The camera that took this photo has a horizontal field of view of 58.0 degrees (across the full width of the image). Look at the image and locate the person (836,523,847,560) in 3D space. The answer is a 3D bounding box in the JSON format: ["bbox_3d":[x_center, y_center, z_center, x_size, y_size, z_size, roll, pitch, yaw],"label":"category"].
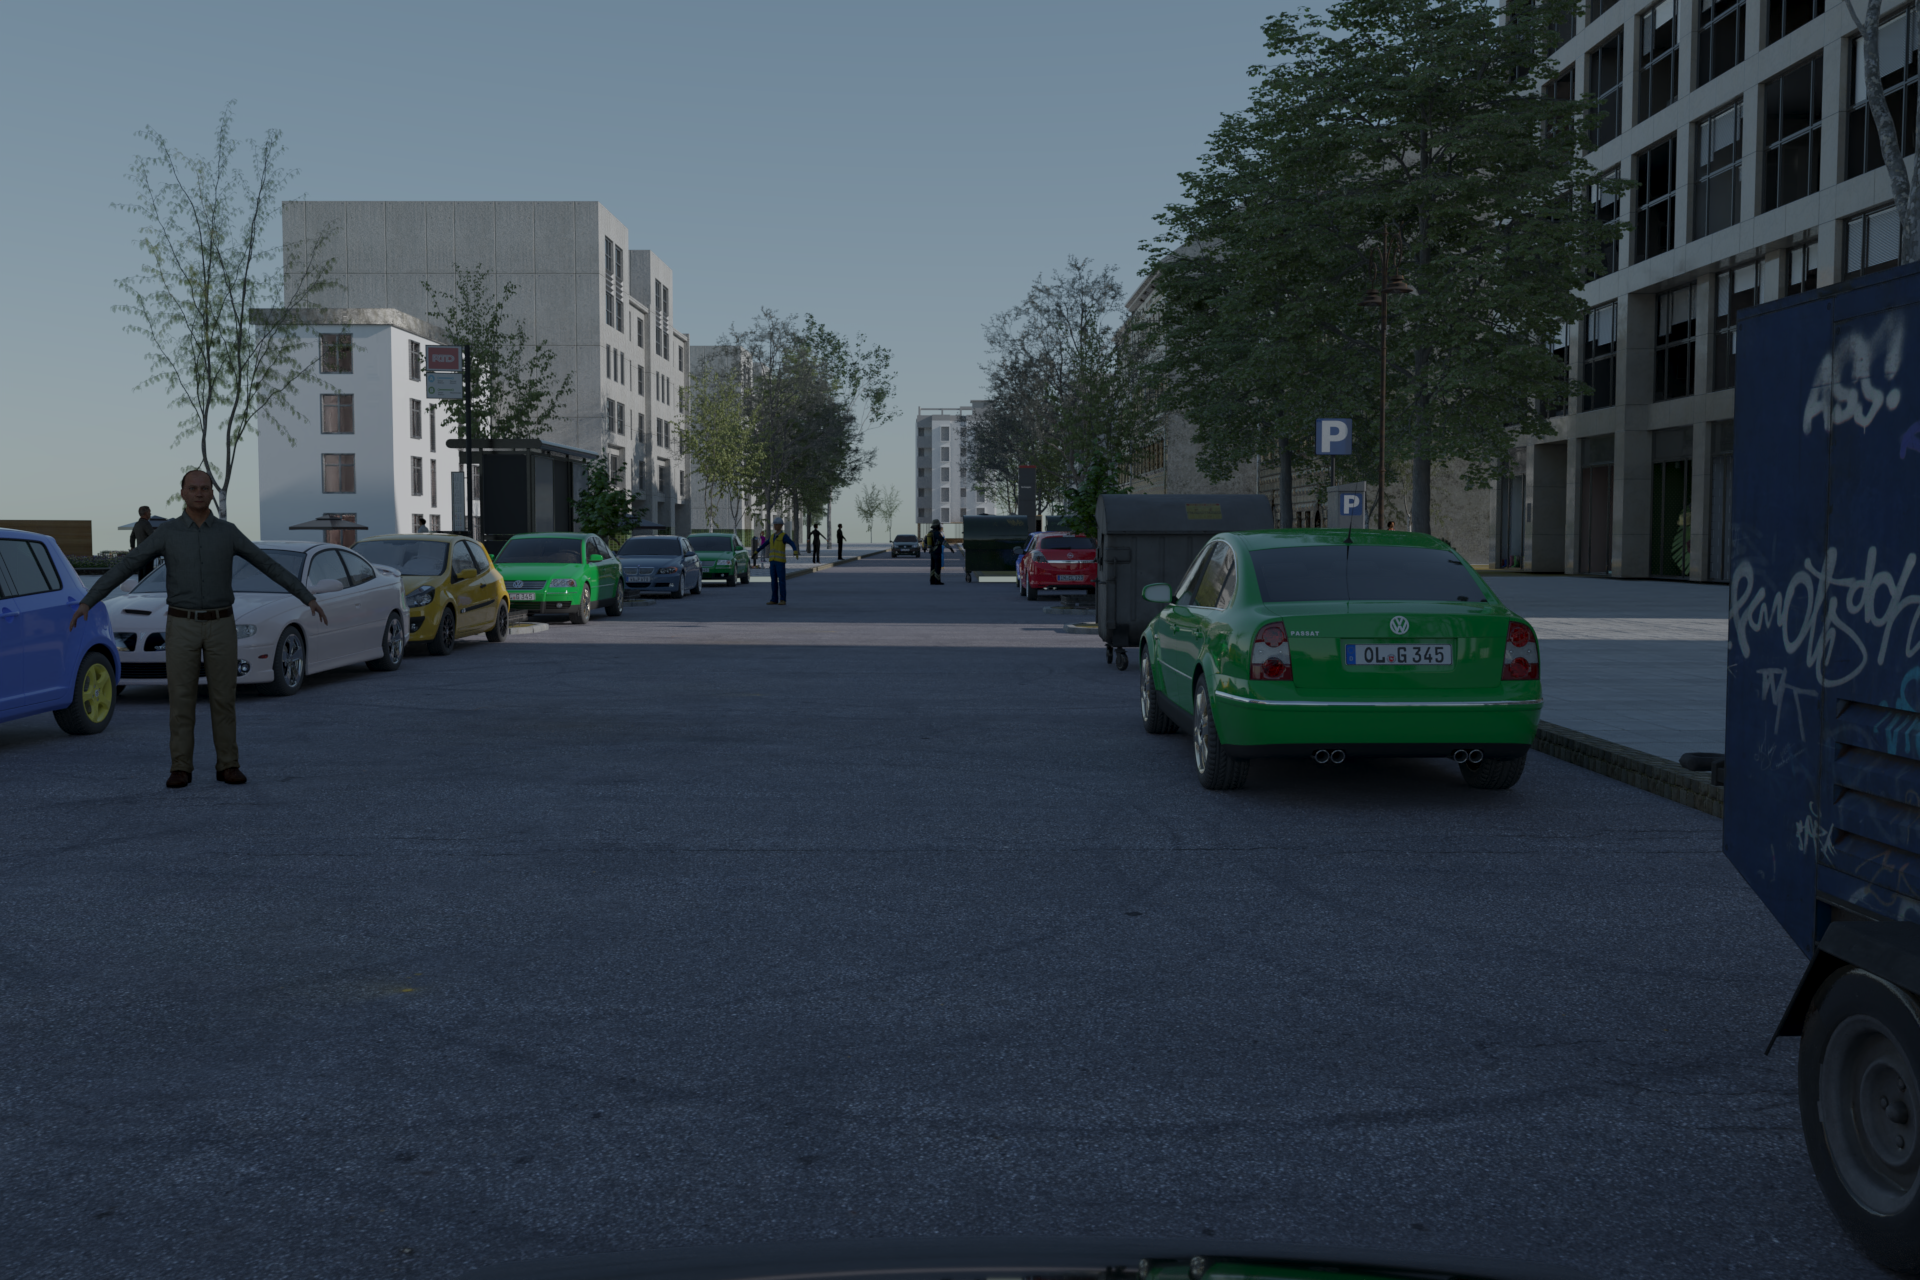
[{"bbox_3d":[-5.924,-4.883,86.021,0.705,1.806,1.347,-1,4,-21],"label":"person"}]

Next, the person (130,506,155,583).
[{"bbox_3d":[-15.100,-1.590,32.172,1.348,1.807,0.705,3,4,37],"label":"person"}]

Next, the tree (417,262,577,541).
[{"bbox_3d":[-12.719,-5.910,46.984,4.737,8.622,4.395,0,3,0],"label":"tree"}]

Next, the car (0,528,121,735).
[{"bbox_3d":[-6.990,-0.093,11.104,1.945,1.707,3.694,0,4,-1],"label":"car"}]

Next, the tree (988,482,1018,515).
[{"bbox_3d":[4.462,-12.569,155.860,4.360,8.622,3.978,0,3,0],"label":"tree"}]

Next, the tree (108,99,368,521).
[{"bbox_3d":[-12.995,-4.863,29.877,4.360,8.622,3.978,0,3,0],"label":"tree"}]

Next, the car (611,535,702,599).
[{"bbox_3d":[-7.028,-1.707,39.918,2.014,1.417,4.499,0,4,0],"label":"car"}]

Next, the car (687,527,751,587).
[{"bbox_3d":[-6.959,-2.428,48.488,1.959,1.807,4.718,0,4,0],"label":"car"}]

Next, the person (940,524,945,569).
[{"bbox_3d":[-0.806,-3.816,70.708,0.705,1.847,1.347,1,4,15],"label":"person"}]

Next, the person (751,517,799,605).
[{"bbox_3d":[-3.731,-1.597,35.026,1.216,1.772,0.721,2,4,34],"label":"person"}]

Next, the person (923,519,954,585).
[{"bbox_3d":[-0.657,-2.483,48.841,0.705,1.856,1.354,-3,4,-38],"label":"person"}]

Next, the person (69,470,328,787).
[{"bbox_3d":[-4.337,-0.072,9.902,1.348,1.796,0.705,-2,4,-28],"label":"person"}]

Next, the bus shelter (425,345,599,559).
[{"bbox_3d":[-10.232,-3.783,39.477,2.179,5.291,8.768,0,3,0],"label":"bus shelter"}]

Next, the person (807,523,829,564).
[{"bbox_3d":[-6.171,-4.178,75.029,1.216,1.740,0.721,3,4,38],"label":"person"}]

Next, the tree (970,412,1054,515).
[{"bbox_3d":[4.484,-13.481,146.172,9.928,11.665,9.643,0,3,0],"label":"tree"}]

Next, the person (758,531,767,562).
[{"bbox_3d":[-9.036,-4.322,79.926,0.599,1.433,0.991,2,4,31],"label":"person"}]

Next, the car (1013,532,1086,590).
[{"bbox_3d":[2.383,-2.205,45.638,1.945,1.707,3.694,0,4,-2],"label":"car"}]

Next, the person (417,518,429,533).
[{"bbox_3d":[-17.954,-3.158,57.818,0.705,1.806,1.347,1,4,11],"label":"person"}]

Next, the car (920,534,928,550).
[{"bbox_3d":[-2.539,-8.817,154.380,2.015,1.641,3.980,0,4,0],"label":"car"}]

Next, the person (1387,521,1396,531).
[{"bbox_3d":[18.065,-4.058,72.492,1.345,1.843,0.704,-2,4,-25],"label":"person"}]

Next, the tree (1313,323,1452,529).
[{"bbox_3d":[12.414,-6.309,53.519,4.360,8.622,3.978,0,3,0],"label":"tree"}]

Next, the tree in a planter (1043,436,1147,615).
[{"bbox_3d":[2.533,-2.105,31.646,1.991,3.239,1.994,0,4,-1],"label":"tree in a planter"}]

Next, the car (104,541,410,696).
[{"bbox_3d":[-6.826,-0.271,16.795,2.083,1.381,4.827,0,3,0],"label":"car"}]

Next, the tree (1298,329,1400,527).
[{"bbox_3d":[13.479,-6.806,61.634,4.360,8.622,3.978,0,3,0],"label":"tree"}]

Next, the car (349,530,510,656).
[{"bbox_3d":[-6.884,-0.696,21.611,2.015,1.641,3.980,0,4,-1],"label":"car"}]

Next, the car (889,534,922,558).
[{"bbox_3d":[-3.293,-5.876,105.852,2.009,1.686,4.222,0,3,0],"label":"car"}]

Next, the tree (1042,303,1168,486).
[{"bbox_3d":[4.672,-6.392,54.873,4.737,8.622,4.395,0,3,0],"label":"tree"}]

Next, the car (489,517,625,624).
[{"bbox_3d":[-6.800,-1.227,28.865,1.959,1.807,4.718,0,4,0],"label":"car"}]

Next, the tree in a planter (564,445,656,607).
[{"bbox_3d":[-7.221,-2.305,34.910,1.991,3.239,1.994,0,3,0],"label":"tree in a planter"}]

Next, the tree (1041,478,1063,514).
[{"bbox_3d":[15.506,-20.546,246.298,12.009,13.543,11.850,0,3,0],"label":"tree"}]

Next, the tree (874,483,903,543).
[{"bbox_3d":[-9.804,-18.265,248.986,4.360,8.622,3.978,0,3,0],"label":"tree"}]

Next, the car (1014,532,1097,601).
[{"bbox_3d":[2.299,-1.819,38.778,2.155,1.783,4.494,0,4,-1],"label":"car"}]

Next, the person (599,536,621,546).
[{"bbox_3d":[-11.214,-2.961,54.537,0.705,1.813,1.348,2,4,29],"label":"person"}]

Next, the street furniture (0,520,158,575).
[{"bbox_3d":[-29.233,-2.937,54.880,11.010,1.723,9.812,-3,5,-44],"label":"street furniture"}]

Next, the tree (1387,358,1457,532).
[{"bbox_3d":[17.893,-7.247,68.859,4.360,8.622,3.978,0,3,0],"label":"tree"}]

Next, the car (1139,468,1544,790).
[{"bbox_3d":[2.216,-0.140,11.078,1.959,1.807,4.718,0,4,-1],"label":"car"}]

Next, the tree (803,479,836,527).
[{"bbox_3d":[-22.519,-20.598,243.434,9.857,13.997,8.962,0,3,0],"label":"tree"}]

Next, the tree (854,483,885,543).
[{"bbox_3d":[-12.770,-17.977,244.292,4.737,8.622,4.395,0,3,0],"label":"tree"}]
